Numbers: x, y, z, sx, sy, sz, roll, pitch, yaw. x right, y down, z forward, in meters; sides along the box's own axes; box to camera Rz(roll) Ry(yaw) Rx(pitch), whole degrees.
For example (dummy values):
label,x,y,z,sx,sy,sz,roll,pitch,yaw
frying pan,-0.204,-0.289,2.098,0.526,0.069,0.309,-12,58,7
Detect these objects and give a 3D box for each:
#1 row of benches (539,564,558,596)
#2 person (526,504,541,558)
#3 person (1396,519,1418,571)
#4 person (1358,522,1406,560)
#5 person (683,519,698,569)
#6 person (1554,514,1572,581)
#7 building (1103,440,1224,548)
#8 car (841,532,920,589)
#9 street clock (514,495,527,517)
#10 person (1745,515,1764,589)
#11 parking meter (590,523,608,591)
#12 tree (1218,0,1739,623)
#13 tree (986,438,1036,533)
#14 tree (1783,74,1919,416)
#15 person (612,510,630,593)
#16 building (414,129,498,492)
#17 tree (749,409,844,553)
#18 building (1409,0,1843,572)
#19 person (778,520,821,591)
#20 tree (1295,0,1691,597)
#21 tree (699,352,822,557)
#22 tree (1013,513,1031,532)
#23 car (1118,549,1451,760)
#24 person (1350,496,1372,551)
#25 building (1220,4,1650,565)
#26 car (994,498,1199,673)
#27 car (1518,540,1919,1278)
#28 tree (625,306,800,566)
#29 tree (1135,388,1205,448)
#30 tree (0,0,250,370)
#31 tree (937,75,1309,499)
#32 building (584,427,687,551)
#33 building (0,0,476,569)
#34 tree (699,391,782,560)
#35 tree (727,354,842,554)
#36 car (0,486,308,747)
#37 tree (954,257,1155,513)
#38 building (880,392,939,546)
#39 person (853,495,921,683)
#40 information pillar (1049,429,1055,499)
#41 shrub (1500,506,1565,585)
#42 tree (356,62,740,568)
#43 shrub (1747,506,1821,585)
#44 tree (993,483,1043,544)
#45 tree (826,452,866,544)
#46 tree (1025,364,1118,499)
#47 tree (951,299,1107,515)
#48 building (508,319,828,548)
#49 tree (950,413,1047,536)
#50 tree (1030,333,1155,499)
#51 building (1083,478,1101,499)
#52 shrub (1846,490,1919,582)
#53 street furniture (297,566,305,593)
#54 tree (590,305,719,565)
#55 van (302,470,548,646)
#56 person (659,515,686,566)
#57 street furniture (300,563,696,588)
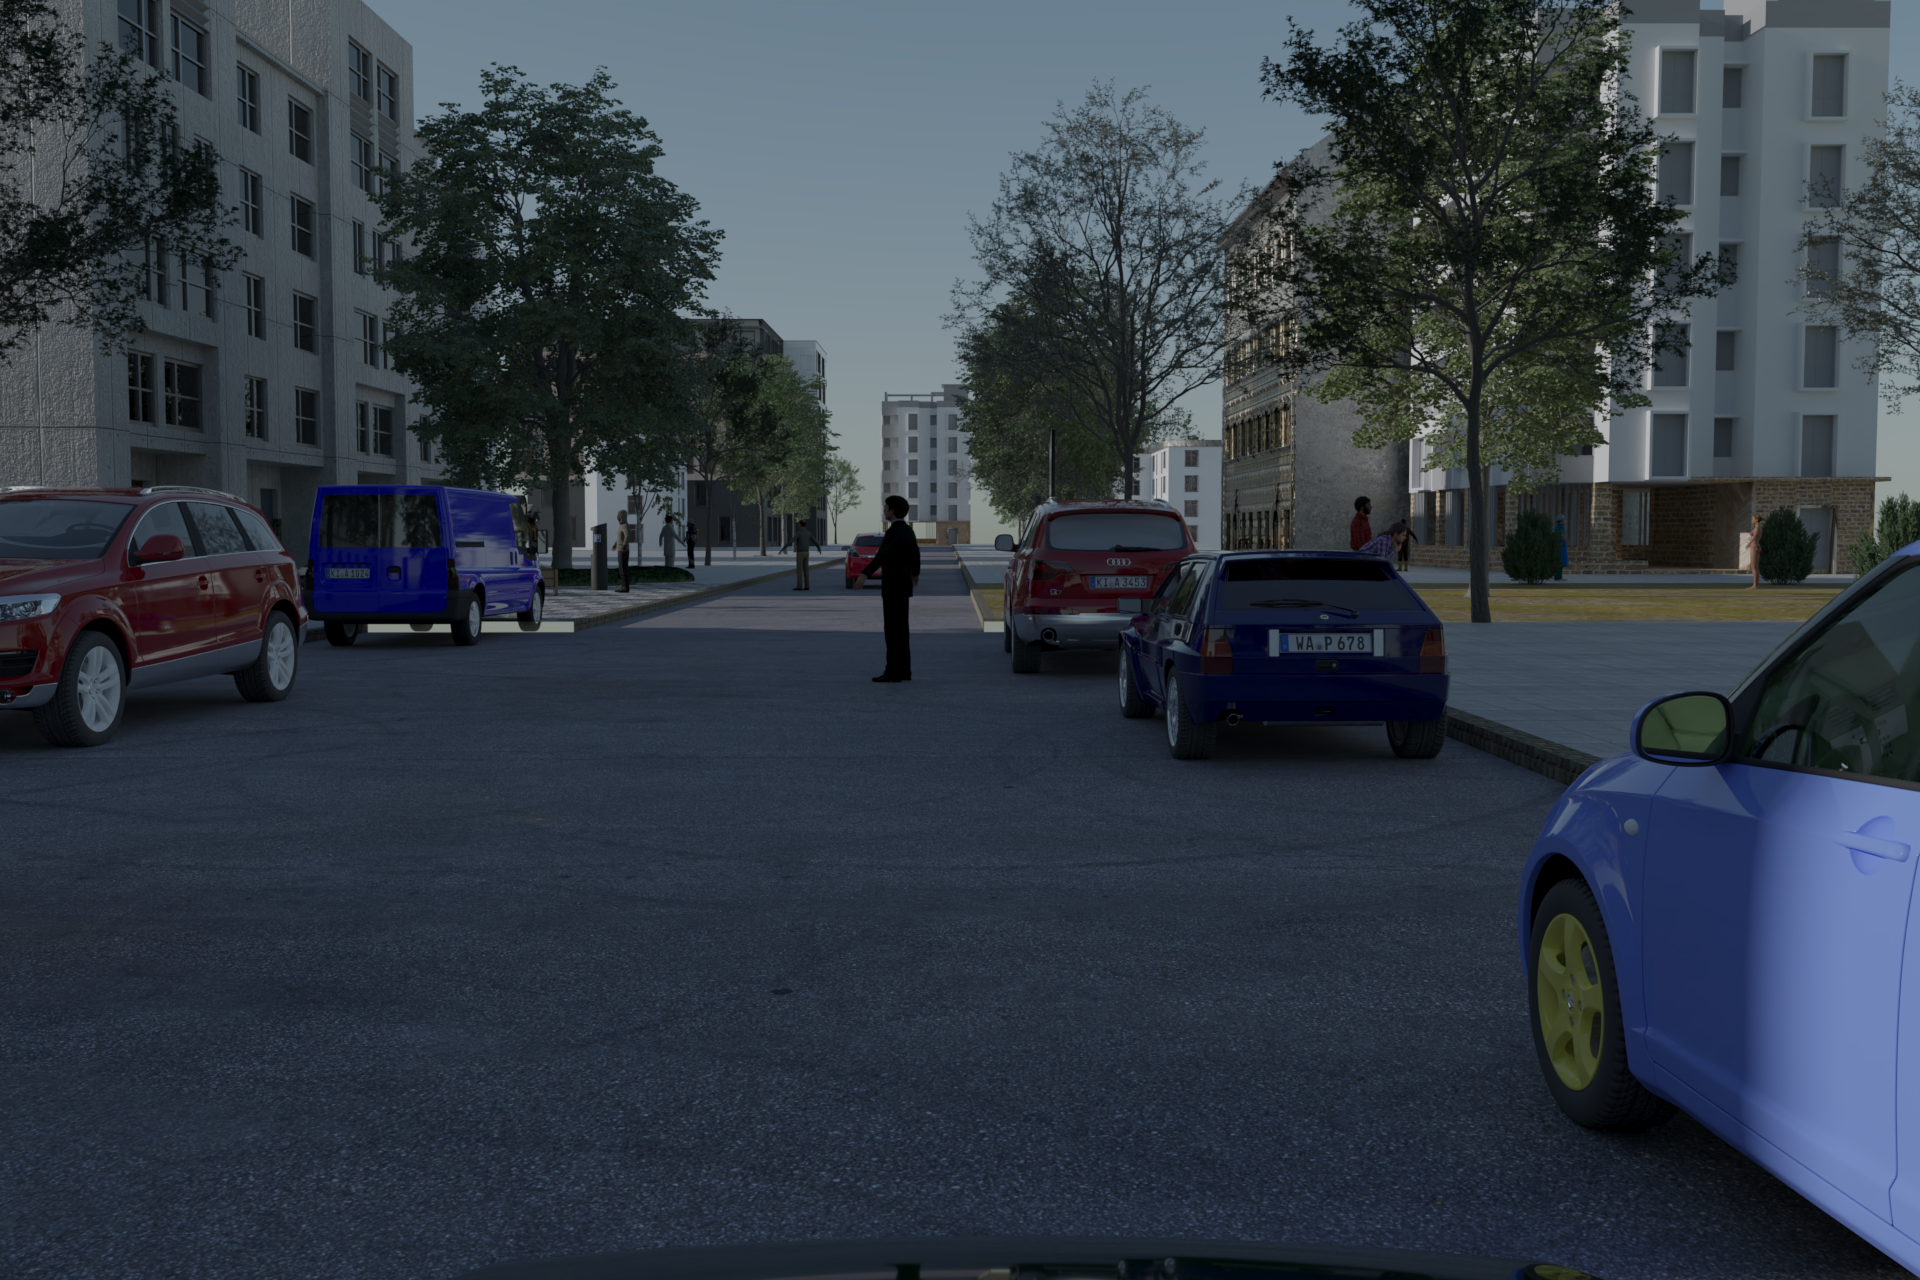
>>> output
label,x,y,z,sx,sy,sz,roll,pitch,yaw
row of benches,-9.998,-1.326,37.144,4.104,0.672,1.422,3,5,42
person,-8.314,-1.709,33.714,0.705,1.858,1.354,0,4,-1
person,15.269,-3.279,59.756,1.346,1.812,0.704,-1,4,-18
person,5.197,-0.753,21.584,0.697,1.427,0.421,1,4,17
person,-10.006,-3.572,64.185,0.705,1.856,1.354,-2,4,-25
person,16.410,-2.517,47.283,0.704,1.817,1.347,0,4,4
building,19.201,-13.825,168.180,9.099,9.664,28.070,0,3,0
car,-2.149,-2.310,46.802,2.155,1.783,4.494,0,4,-1
street clock,-8.194,-1.688,32.165,0.358,2.002,0.471,0,4,1
person,18.382,-2.043,40.204,0.721,1.733,1.217,2,4,32
parking meter,-8.210,-1.895,39.401,0.372,1.533,0.369,0,3,0
tree,7.229,-5.535,24.907,7.601,10.594,8.767,1,4,10
tree,4.185,-9.627,107.771,4.360,8.622,3.978,0,3,0
tree,22.599,-7.691,36.112,12.009,13.543,11.850,0,3,0
person,-7.395,-1.943,37.900,0.705,1.813,1.348,-1,4,-21
building,-30.377,-13.818,82.349,16.016,20.090,11.380,0,4,0
tree,-11.750,-11.348,119.947,8.767,10.594,7.601,3,4,39
building,23.069,-12.908,67.474,16.016,20.090,11.380,0,4,-1
person,-4.015,-2.156,43.986,1.348,1.796,0.705,-3,5,-43
tree,10.701,-7.176,35.462,7.486,12.596,7.792,0,3,0
tree,-11.462,-10.605,99.150,9.928,11.665,9.643,0,3,0
tree,7.976,-16.653,222.630,4.737,8.622,4.395,0,3,0
car,2.157,0.013,12.368,1.945,1.354,3.894,0,4,-2
person,5.698,-1.121,24.435,0.704,1.816,1.345,1,4,15
building,22.966,-15.265,80.511,19.493,23.208,18.063,0,4,-1
car,1.538,-0.652,19.339,2.281,1.827,5.304,0,3,0
car,2.333,0.396,3.123,1.945,1.707,3.694,0,4,-2
tree,-9.934,-8.301,70.138,7.601,10.594,8.767,-2,4,-30
tree,25.056,-22.275,220.083,12.611,20.169,13.585,0,3,0
tree,-13.537,-5.386,22.470,8.767,10.594,7.601,-1,4,-12
tree,4.494,-8.322,46.440,12.009,13.543,11.850,0,3,0
building,-27.897,-12.658,149.104,9.099,9.664,28.070,0,4,-1
building,-28.140,-11.519,54.787,16.747,18.905,31.486,0,4,0
tree,-11.381,-8.300,86.060,4.360,8.622,3.978,0,3,0
tree,-11.288,-11.710,109.591,7.486,12.596,7.792,0,3,0
car,-6.811,-0.285,13.328,2.281,1.827,5.304,0,3,0
tree,4.505,-10.533,78.865,9.857,13.997,8.962,0,3,0
building,-9.874,-22.283,223.203,11.380,20.090,16.016,1,4,8
person,-0.645,-0.501,16.842,0.705,1.806,1.347,1,4,22
information pillar,2.066,-2.903,38.823,0.183,3.616,0.504,0,4,-2
shrub,14.552,-2.424,44.052,1.690,2.028,1.600,0,3,0
tree,-10.786,-8.531,46.137,9.857,13.997,8.962,0,3,0
shrub,20.881,-2.416,43.917,1.690,2.028,1.600,0,3,0
tree,7.858,-18.209,215.837,7.486,12.596,7.792,0,3,0
tree,-16.066,-18.072,221.229,9.928,11.665,9.643,0,3,0
tree,5.367,-7.343,70.421,4.360,8.622,3.978,0,3,0
tree,4.281,-11.361,92.401,9.857,13.997,8.962,0,3,0
building,-29.112,-20.599,180.770,27.936,21.610,32.646,0,4,0
tree,4.807,-13.410,129.630,12.009,13.543,11.850,0,3,0
tree,4.515,-6.813,61.757,4.737,8.622,4.395,0,3,0
building,17.639,-15.678,198.478,9.099,9.664,28.070,0,4,-1
shrub,15.955,-1.527,29.382,1.690,2.028,1.600,0,3,0
street furniture,-17.251,-1.225,35.658,10.072,0.657,5.734,-1,4,-9
tree,-10.238,-6.466,56.076,4.737,8.622,4.395,0,3,0
van,-7.162,-1.191,23.863,2.240,2.365,5.245,0,4,0
person,-8.168,-2.610,48.853,0.705,1.806,1.347,-3,5,-41
street furniture,-11.626,-1.704,43.485,10.072,0.657,5.734,-1,4,-13
